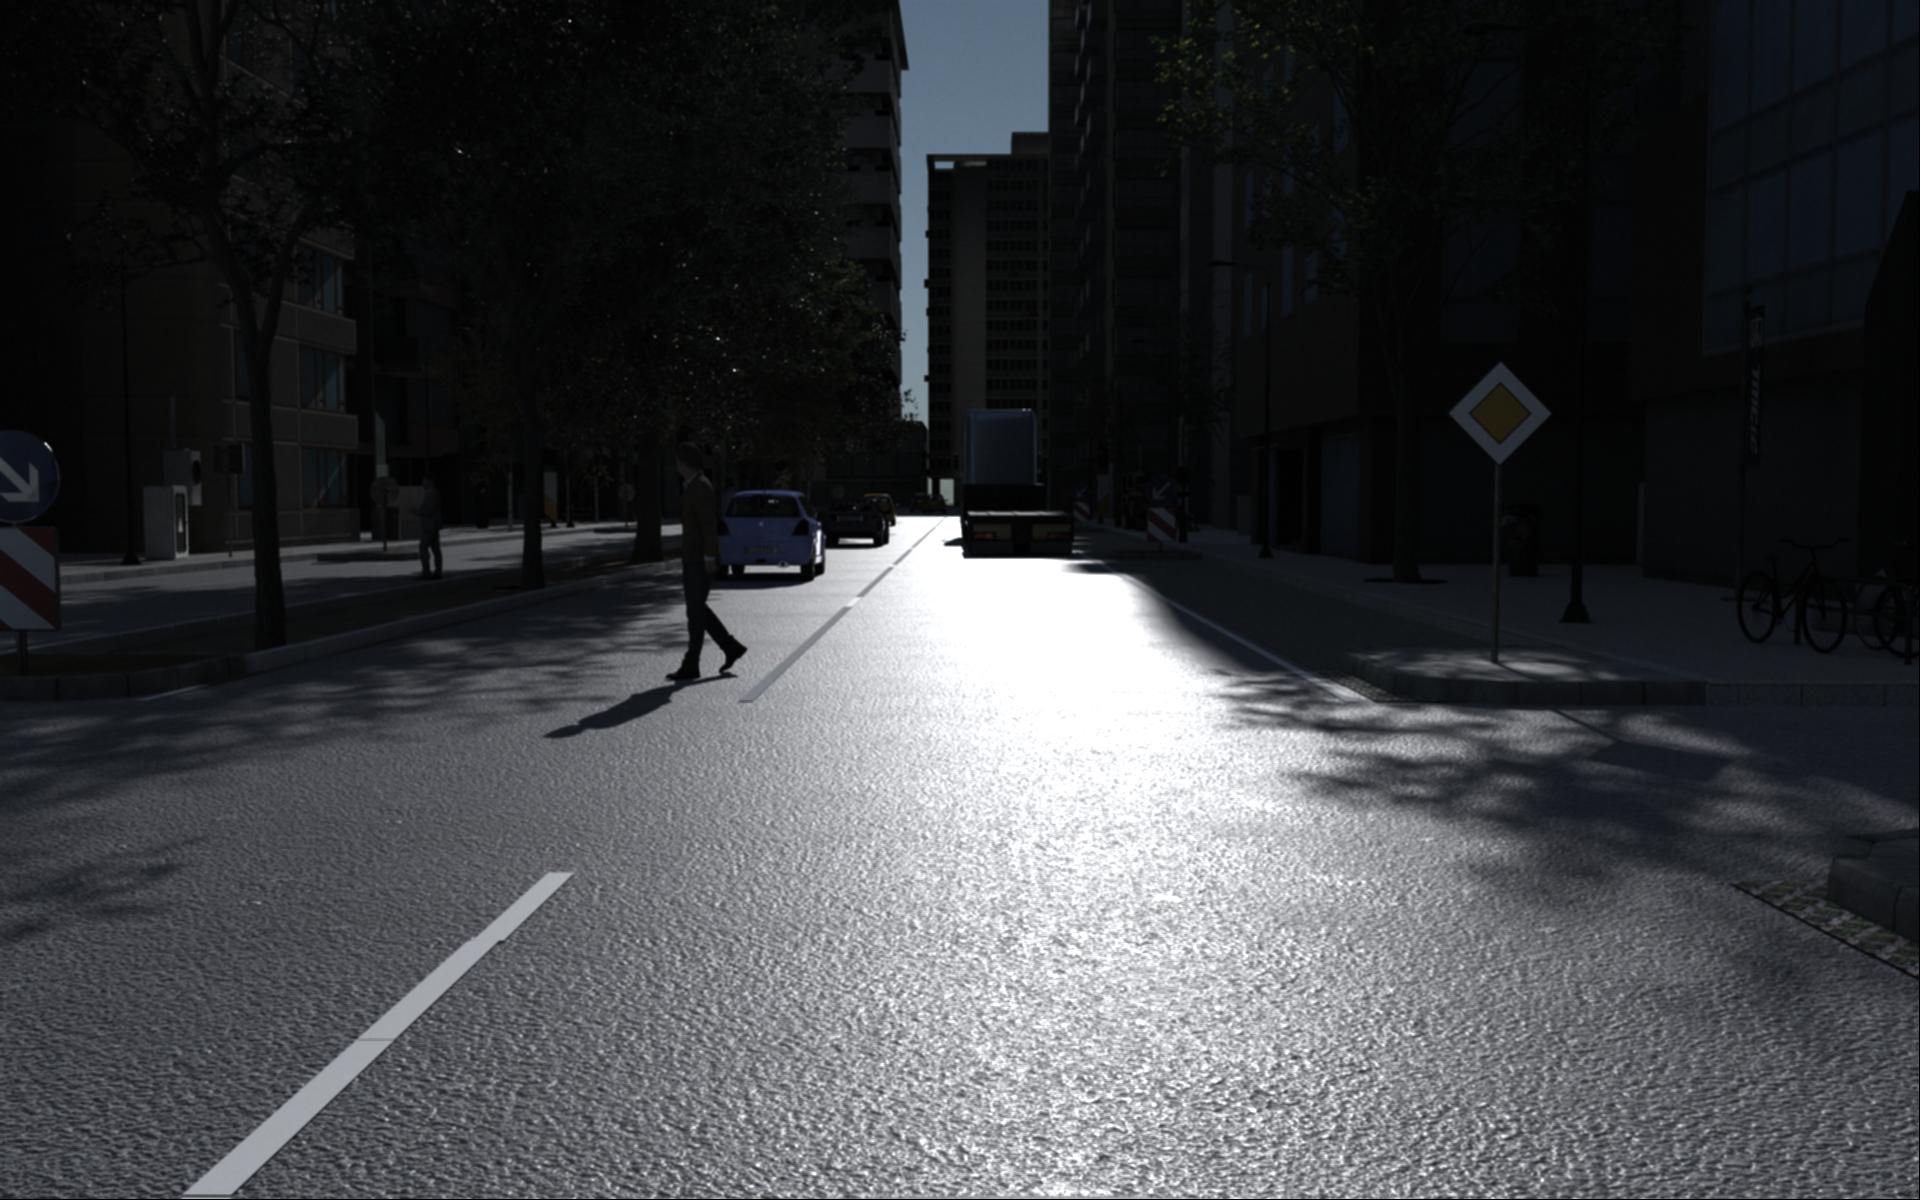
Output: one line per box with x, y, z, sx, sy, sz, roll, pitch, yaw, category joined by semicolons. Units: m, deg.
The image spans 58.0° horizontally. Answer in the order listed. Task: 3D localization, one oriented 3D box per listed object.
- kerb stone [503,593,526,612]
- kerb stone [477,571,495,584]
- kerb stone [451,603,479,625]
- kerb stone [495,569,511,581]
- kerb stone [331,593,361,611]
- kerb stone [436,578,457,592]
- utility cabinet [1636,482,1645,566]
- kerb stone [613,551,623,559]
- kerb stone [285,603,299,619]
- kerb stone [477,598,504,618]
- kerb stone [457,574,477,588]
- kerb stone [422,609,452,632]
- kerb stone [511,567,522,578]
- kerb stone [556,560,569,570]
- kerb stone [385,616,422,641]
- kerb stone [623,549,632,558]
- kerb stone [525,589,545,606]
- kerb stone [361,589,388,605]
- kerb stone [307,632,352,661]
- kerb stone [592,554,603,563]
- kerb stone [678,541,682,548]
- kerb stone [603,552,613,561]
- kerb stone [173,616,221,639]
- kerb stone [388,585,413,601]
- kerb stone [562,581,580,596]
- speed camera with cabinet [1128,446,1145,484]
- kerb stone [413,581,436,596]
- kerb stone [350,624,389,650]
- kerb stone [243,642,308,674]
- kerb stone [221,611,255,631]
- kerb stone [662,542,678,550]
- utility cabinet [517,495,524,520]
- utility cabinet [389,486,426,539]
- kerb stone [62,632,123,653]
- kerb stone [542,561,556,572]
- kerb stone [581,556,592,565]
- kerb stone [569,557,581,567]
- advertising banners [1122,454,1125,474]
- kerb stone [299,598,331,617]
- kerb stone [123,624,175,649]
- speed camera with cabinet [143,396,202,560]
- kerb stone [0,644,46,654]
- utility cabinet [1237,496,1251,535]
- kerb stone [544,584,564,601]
-5.605;0.045;21.465;0.120;0.150;1.000;0;4;0;kerb stone
-7.674;-0.331;27.671;0.120;0.150;1.000;0;4;0;kerb stone
-5.624;0.171;19.407;0.120;0.150;1.000;0;4;0;kerb stone
-7.670;-0.397;28.693;0.120;0.150;1.000;0;4;0;kerb stone
-7.709;0.042;21.512;0.120;0.150;1.000;0;4;0;kerb stone
-7.681;-0.209;25.610;0.120;0.150;1.000;0;4;0;kerb stone
12.497;-1.337;30.541;1.173;1.500;0.318;-1;4;-22;utility cabinet
-7.609;-0.962;37.964;0.120;0.150;1.000;0;4;0;kerb stone
-7.716;0.169;19.466;0.120;0.150;1.000;0;4;0;kerb stone
-5.608;0.108;20.431;0.120;0.150;1.000;0;4;0;kerb stone
-7.672;-0.272;26.643;0.120;0.150;1.000;0;4;0;kerb stone
-5.626;0.233;18.382;0.120;0.150;1.000;0;4;0;kerb stone
-7.658;-0.461;29.727;0.120;0.150;1.000;0;4;0;kerb stone
-7.642;-0.649;32.814;0.120;0.150;1.000;0;4;0;kerb stone
-5.633;0.296;17.359;0.120;0.150;1.000;0;4;0;kerb stone
-7.596;-1.027;38.990;0.120;0.150;1.000;0;4;0;kerb stone
-5.604;-0.019;22.498;0.120;0.150;1.000;0;4;0;kerb stone
-7.700;-0.019;22.534;0.120;0.150;1.000;0;4;0;kerb stone
-5.638;0.425;15.315;0.120;0.150;1.000;0;4;0;kerb stone
-7.621;-0.839;35.914;0.120;0.150;1.000;0;4;0;kerb stone
-7.554;-1.466;46.168;0.120;0.150;1.000;0;4;0;kerb stone
-7.613;-0.902;36.942;0.120;0.150;1.000;0;4;0;kerb stone
-7.735;0.293;17.412;0.120;0.150;1.000;0;4;0;kerb stone
-7.697;-0.083;23.559;0.120;0.150;1.000;0;4;0;kerb stone
-5.594;-0.144;24.546;0.120;0.150;1.000;0;4;0;kerb stone
7.130;-4.723;71.561;0.660;3.252;2.038;0;4;-6;speed camera with cabinet
-7.691;-0.146;24.581;0.120;0.150;1.000;0;4;0;kerb stone
-5.638;0.362;16.337;0.120;0.150;1.000;0;4;0;kerb stone
-5.656;0.483;14.293;0.120;0.150;1.000;0;4;0;kerb stone
-7.722;0.230;18.441;0.120;0.150;1.000;0;4;0;kerb stone
-7.561;-1.402;45.142;0.120;0.150;1.000;0;4;0;kerb stone
-21.507;-4.594;86.276;1.020;1.237;0.306;0;4;7;utility cabinet
-15.747;-2.484;49.285;1.173;1.500;0.318;2;4;24;utility cabinet
-7.751;0.419;15.350;0.120;0.150;1.000;0;4;0;kerb stone
-7.650;-0.586;31.782;0.120;0.150;1.000;0;4;0;kerb stone
-7.630;-0.775;34.873;0.120;0.150;1.000;0;4;0;kerb stone
-7.632;-0.707;33.852;0.120;0.150;1.000;0;4;0;kerb stone
7.402;-4.935;76.876;0.090;3.025;2.074;1;4;18;advertising banners
-7.717;0.104;20.490;0.120;0.150;1.000;0;4;0;kerb stone
-7.738;0.359;16.376;0.120;0.150;1.000;0;4;0;kerb stone
-15.666;-2.455;34.472;0.660;3.252;2.038;-1;4;-9;speed camera with cabinet
-7.752;0.482;14.322;0.120;0.150;1.000;0;4;0;kerb stone
9.182;-2.621;54.015;1.020;1.237;0.306;0;4;-4;utility cabinet
-5.593;-0.081;23.523;0.120;0.150;1.000;0;4;0;kerb stone
